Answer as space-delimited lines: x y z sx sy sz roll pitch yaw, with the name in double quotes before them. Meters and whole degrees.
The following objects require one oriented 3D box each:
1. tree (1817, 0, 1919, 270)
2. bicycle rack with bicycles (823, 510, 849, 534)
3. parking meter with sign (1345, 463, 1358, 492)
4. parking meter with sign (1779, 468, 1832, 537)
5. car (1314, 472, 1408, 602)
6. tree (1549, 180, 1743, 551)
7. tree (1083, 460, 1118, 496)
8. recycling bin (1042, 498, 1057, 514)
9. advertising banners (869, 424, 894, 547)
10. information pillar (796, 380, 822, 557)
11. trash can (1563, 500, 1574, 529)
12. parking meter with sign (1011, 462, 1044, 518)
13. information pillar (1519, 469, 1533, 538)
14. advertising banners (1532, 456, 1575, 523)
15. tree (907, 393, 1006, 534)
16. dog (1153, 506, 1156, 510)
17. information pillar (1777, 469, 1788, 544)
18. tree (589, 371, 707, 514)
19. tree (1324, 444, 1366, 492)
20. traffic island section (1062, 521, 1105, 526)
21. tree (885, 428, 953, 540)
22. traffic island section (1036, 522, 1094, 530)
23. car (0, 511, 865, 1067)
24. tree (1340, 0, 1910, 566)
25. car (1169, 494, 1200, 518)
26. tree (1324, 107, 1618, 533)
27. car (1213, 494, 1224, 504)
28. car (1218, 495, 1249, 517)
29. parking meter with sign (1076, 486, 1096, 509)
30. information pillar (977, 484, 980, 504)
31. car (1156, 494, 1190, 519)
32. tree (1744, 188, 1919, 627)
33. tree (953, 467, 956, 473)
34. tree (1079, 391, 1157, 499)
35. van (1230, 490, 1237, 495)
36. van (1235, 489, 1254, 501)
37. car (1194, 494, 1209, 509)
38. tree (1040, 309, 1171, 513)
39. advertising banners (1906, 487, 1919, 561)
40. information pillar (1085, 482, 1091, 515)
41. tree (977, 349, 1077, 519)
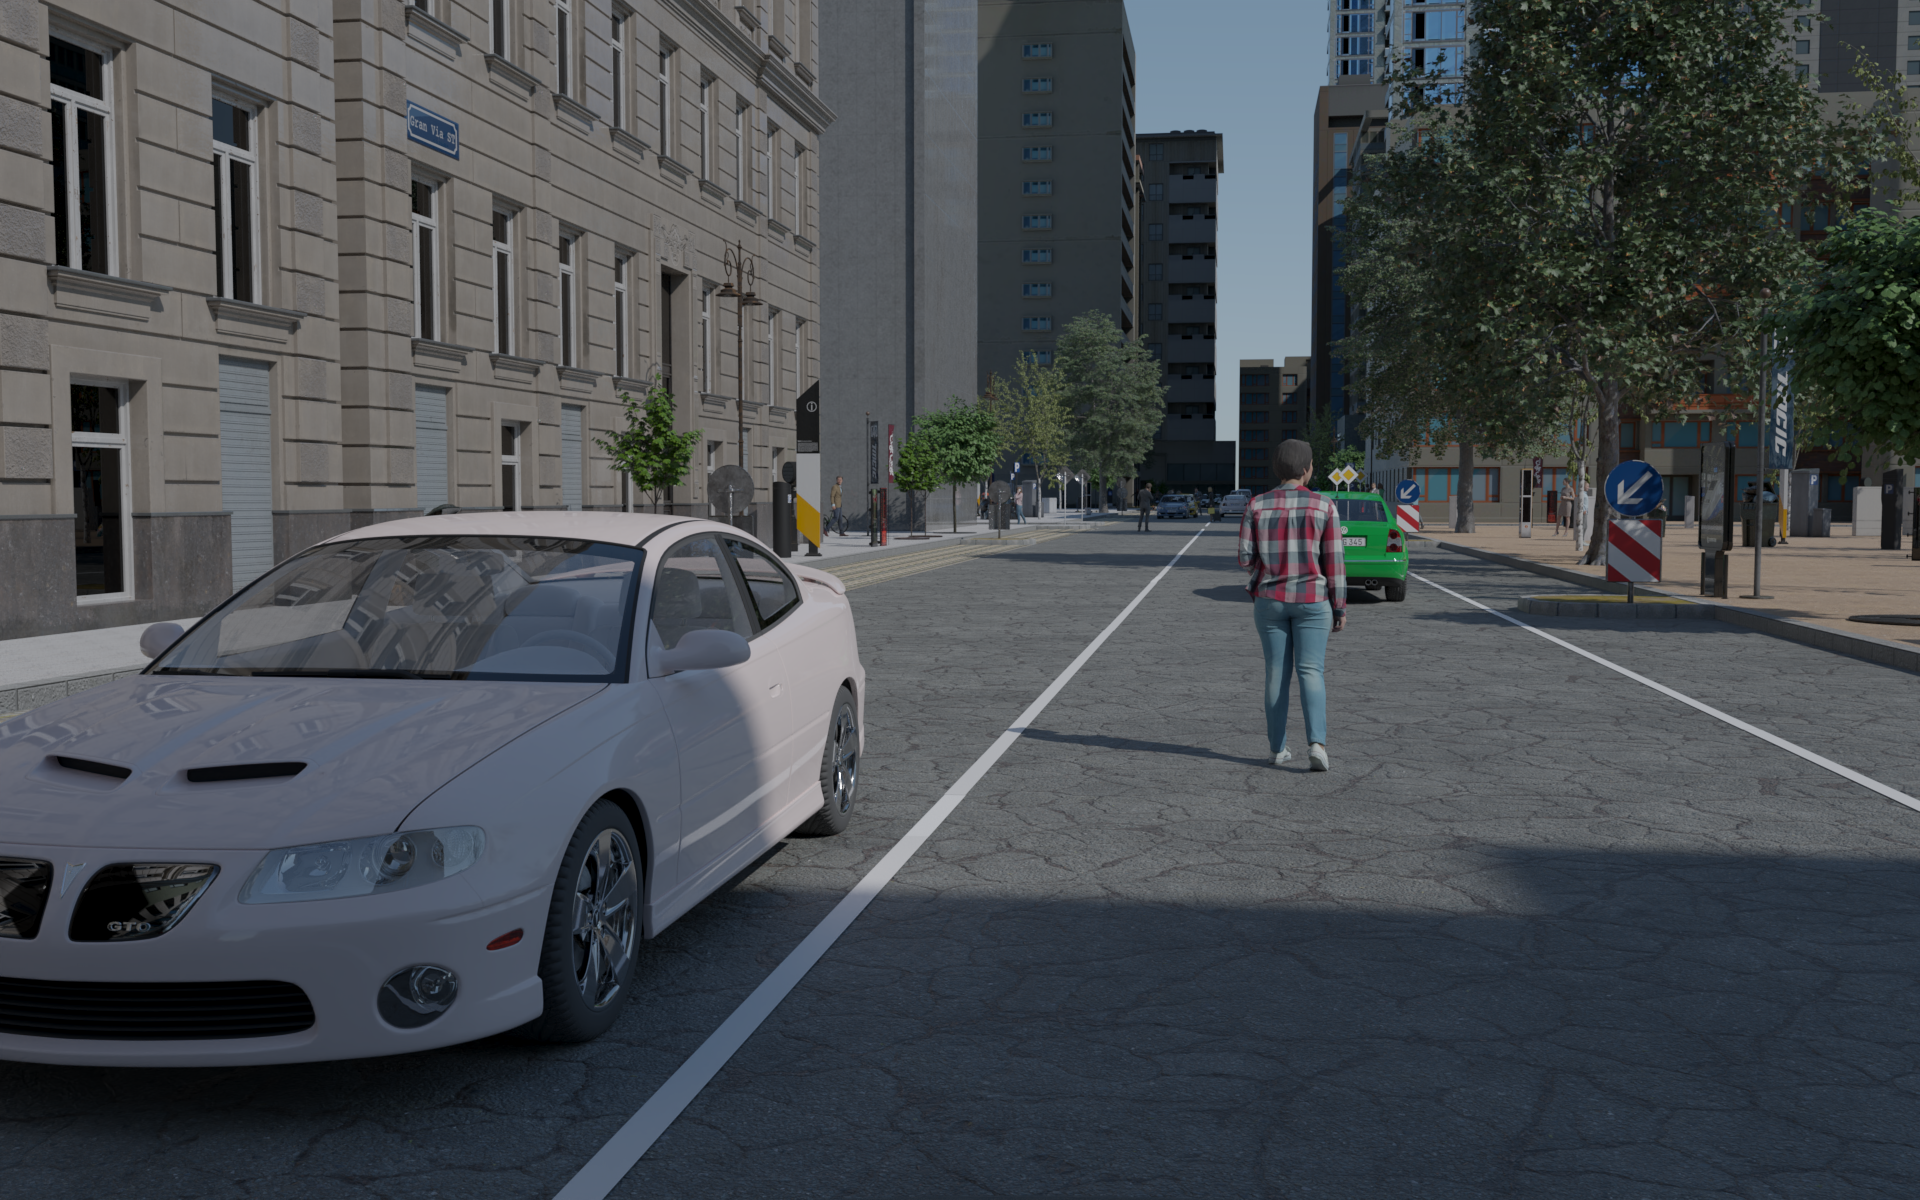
"tree" 13.381 -4.369 21.793 4.737 8.622 4.395 0 3 0
"bicycle rack with bicycles" -5.053 -2.608 56.019 2.925 0.926 2.852 0 4 2
"parking meter with sign" 21.894 -6.126 96.427 0.543 3.016 1.738 2 4 25
"parking meter with sign" 25.317 -3.405 51.931 0.543 3.016 1.738 -1 4 -22
"car" 5.246 -0.962 24.533 1.959 1.807 4.718 0 4 8
"tree" 14.219 -5.414 38.882 4.737 8.622 4.395 0 3 0
"tree" 10.346 -8.880 128.905 4.285 4.588 4.351 0 3 0
"recycling bin" 5.878 -6.211 114.105 0.722 1.027 0.722 3 5 44
"advertising banners" -1.904 -2.844 42.681 0.090 3.025 2.074 1 4 14
"information pillar" -3.099 -2.701 35.523 0.504 3.616 0.183 0 4 6
"trash can" 22.777 -3.229 64.449 0.748 1.137 0.748 0 3 0
"parking meter with sign" 3.782 -6.017 94.633 1.738 3.016 0.543 2 4 34
"information pillar" 16.489 -2.813 50.490 0.304 2.012 0.304 0 4 5
"advertising banners" 26.058 -4.888 76.104 0.090 3.025 2.074 -3 5 -42
"tree" -0.102 -4.457 56.586 4.285 4.588 4.351 0 3 0
"dog" 15.470 -7.264 138.050 0.540 0.507 0.406 3 5 40
"information pillar" 21.125 -3.244 44.394 0.183 3.616 0.504 1 4 12
"tree" -4.718 -1.999 27.278 1.663 3.219 1.824 0 3 0
"tree" 25.325 -7.873 112.441 4.285 4.588 4.351 0 3 0
"traffic island section" 5.532 -3.471 79.037 2.009 0.180 2.903 1 4 9
"tree" -1.467 -3.316 48.817 1.663 3.219 1.824 0 3 0
"traffic island section" 4.274 -2.989 71.151 2.009 0.180 2.903 1 4 9
"car" -1.600 0.380 6.147 2.083 1.381 4.827 1 4 9
"tree" 11.740 -6.981 31.149 9.611 12.733 9.660 0 3 0
"car" 13.603 -5.824 105.451 2.015 1.641 3.980 1 4 10
"tree" 16.718 -9.166 56.525 9.857 13.997 8.962 0 3 0
"car" 32.903 -12.903 222.765 2.131 1.459 4.920 1 4 11
"car" 17.010 -5.802 107.226 2.083 1.381 4.827 0 4 8
"parking meter with sign" 11.063 -9.488 151.386 1.738 3.016 0.543 -1 4 -8
"information pillar" 1.468 -8.903 136.922 0.183 3.616 0.504 1 4 15
"car" 12.466 -5.451 101.123 2.014 1.417 4.499 1 4 10
"tree" 9.685 -2.053 17.279 4.285 4.588 4.351 0 3 0
"tree" -0.909 -3.481 51.513 1.663 3.219 1.824 0 3 0
"tree" 13.175 -12.933 145.867 7.601 10.594 8.767 1 4 17
"van" 32.319 -11.971 202.733 2.013 2.044 4.112 0 4 8
"van" 25.536 -9.121 156.143 2.013 2.044 4.112 0 4 8
"car" 22.727 -9.391 163.321 2.009 1.686 4.222 0 4 7
"tree" 9.869 -12.957 118.497 9.857 13.997 8.962 0 3 0
"advertising banners" 18.968 -2.225 32.571 0.090 3.025 2.074 -3 5 -41
"information pillar" 7.726 -6.117 104.500 0.304 2.012 0.304 -1 4 -14
"tree" 3.880 -8.373 87.255 4.737 8.622 4.395 0 3 0
